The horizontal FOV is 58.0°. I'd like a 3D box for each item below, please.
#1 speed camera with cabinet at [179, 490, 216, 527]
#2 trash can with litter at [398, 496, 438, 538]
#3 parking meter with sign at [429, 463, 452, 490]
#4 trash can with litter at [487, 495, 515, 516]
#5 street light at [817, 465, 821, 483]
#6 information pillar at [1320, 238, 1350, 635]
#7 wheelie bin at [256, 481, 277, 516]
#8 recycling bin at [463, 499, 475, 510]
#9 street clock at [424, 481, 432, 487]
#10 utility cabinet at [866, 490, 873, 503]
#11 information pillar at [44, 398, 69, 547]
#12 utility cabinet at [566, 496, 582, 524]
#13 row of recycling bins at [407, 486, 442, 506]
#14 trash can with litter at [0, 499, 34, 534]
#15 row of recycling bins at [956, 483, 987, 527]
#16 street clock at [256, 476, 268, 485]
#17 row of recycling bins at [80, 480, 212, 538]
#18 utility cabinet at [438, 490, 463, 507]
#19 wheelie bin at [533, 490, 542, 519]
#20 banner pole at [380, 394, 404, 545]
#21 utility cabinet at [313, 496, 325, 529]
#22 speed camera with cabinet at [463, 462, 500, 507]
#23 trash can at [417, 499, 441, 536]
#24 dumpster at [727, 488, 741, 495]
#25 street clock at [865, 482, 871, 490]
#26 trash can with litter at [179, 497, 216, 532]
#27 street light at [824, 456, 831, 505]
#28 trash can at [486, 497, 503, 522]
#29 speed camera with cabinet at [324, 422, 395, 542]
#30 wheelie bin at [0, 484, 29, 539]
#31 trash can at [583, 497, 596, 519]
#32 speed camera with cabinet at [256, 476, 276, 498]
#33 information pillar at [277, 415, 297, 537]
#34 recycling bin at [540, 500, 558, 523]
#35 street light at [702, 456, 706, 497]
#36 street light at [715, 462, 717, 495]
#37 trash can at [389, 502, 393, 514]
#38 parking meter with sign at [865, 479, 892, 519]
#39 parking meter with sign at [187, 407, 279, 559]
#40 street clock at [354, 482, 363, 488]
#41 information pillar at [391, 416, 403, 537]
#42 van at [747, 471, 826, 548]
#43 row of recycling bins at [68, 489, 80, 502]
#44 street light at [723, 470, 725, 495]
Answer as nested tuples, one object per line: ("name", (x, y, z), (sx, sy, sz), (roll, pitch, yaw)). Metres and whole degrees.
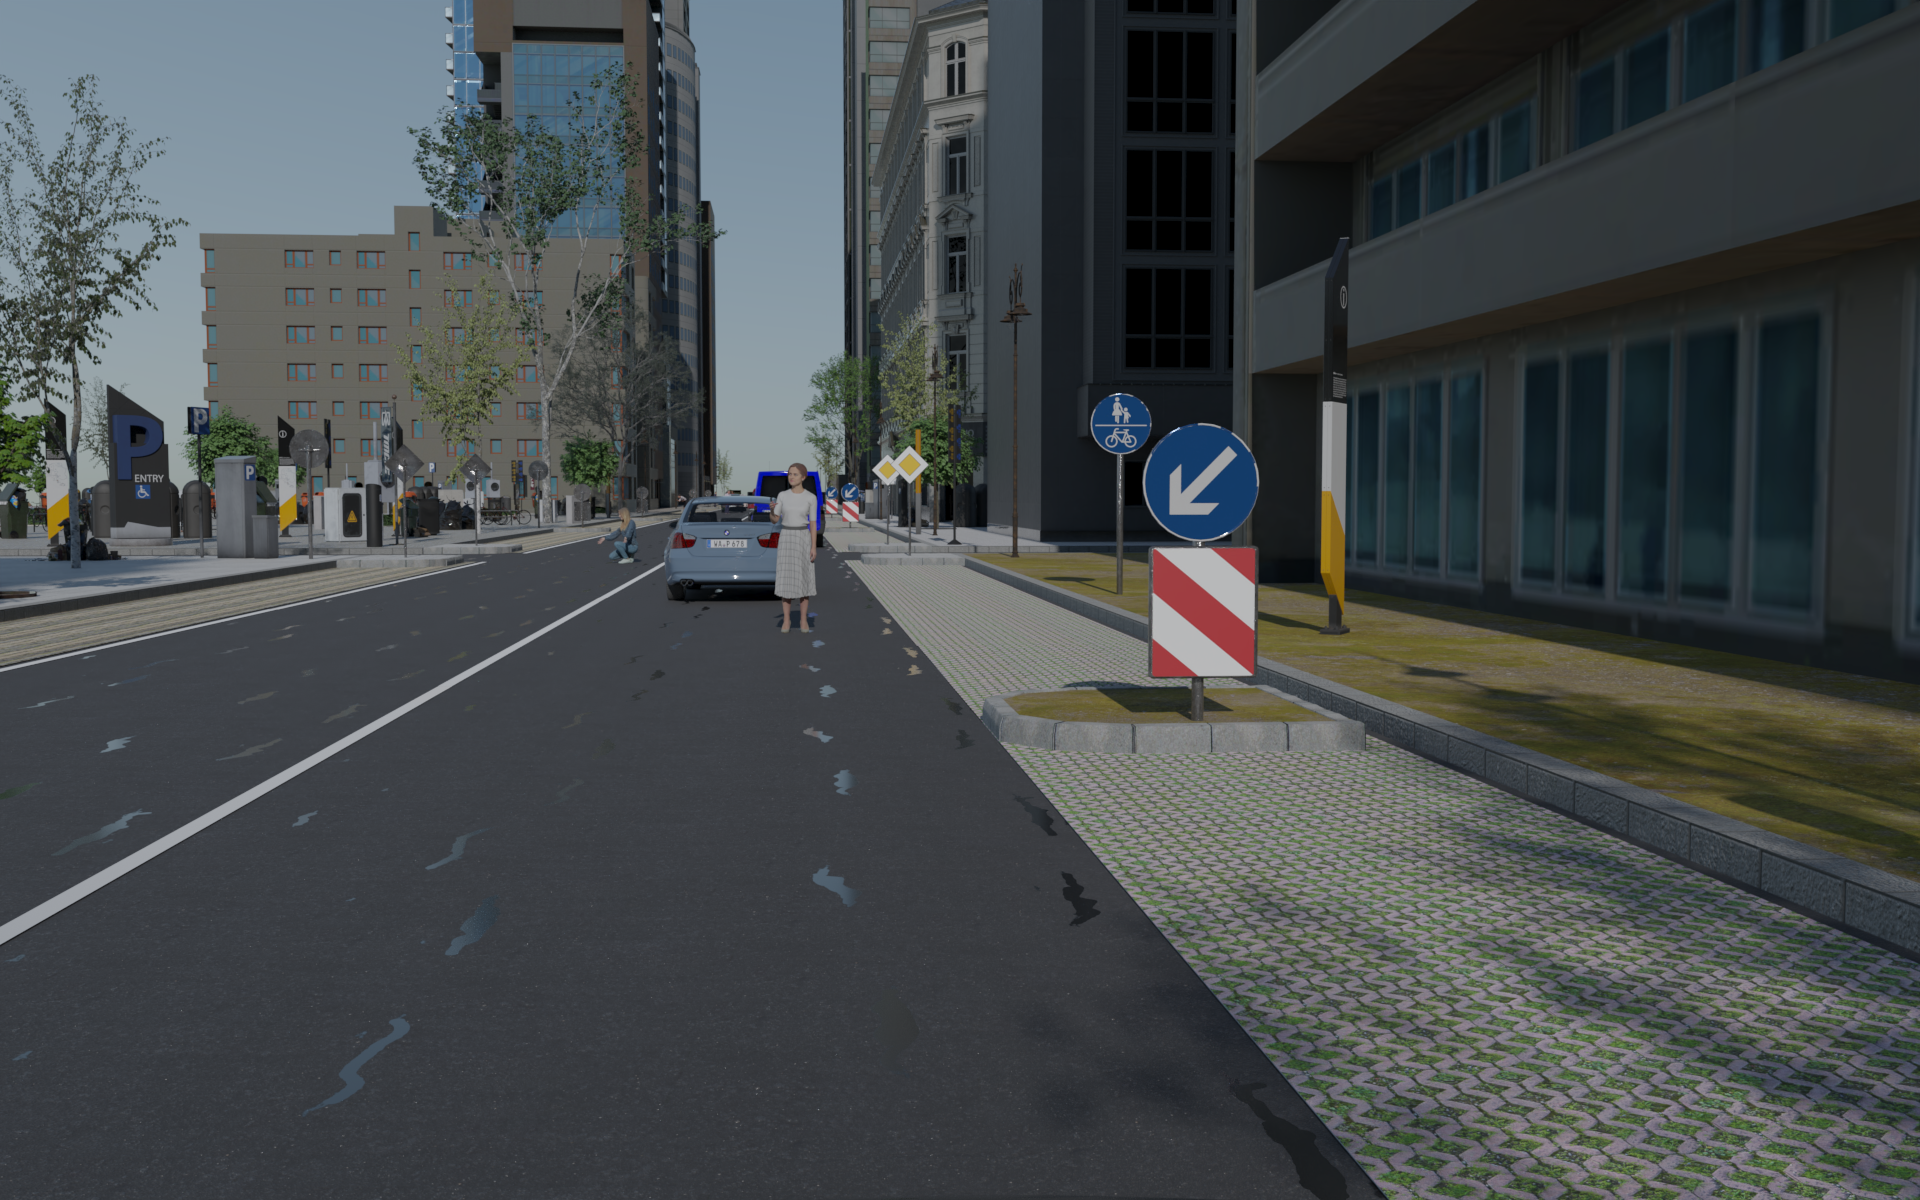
("speed camera with cabinet", (-29.834, -4.533, 68.445), (2.038, 3.252, 0.660), (-1, 4, -22))
("trash can with litter", (-16.185, -2.453, 51.488), (1.055, 1.170, 0.624), (2, 4, 29))
("parking meter with sign", (-28.649, -6.127, 96.442), (0.543, 3.016, 1.738), (3, 4, 38))
("trash can with litter", (-25.360, -5.158, 95.390), (2.233, 1.210, 1.678), (0, 4, -1))
("street light", (-19.687, -16.623, 244.574), (0.468, 5.910, 1.993), (0, 4, -6))
("information pillar", (3.411, -1.492, 15.751), (0.183, 3.616, 0.504), (2, 4, 28))
("wheelie bin", (-17.496, -2.158, 43.190), (0.693, 1.594, 0.980), (0, 4, 2))
("recycling bin", (-26.256, -4.895, 92.580), (0.722, 1.027, 0.722), (0, 4, 3))
("street clock", (-30.351, -5.774, 98.975), (0.471, 2.002, 0.358), (0, 4, -6))
("utility cabinet", (-4.523, -5.093, 91.942), (0.318, 1.500, 1.173), (2, 4, 35))
("information pillar", (-22.036, -3.112, 42.230), (0.504, 3.616, 0.183), (-2, 4, -26))
("utility cabinet", (-16.879, -3.950, 75.743), (0.306, 1.237, 1.020), (1, 4, 11))
("row of recycling bins", (-28.448, -5.212, 92.327), (1.069, 1.692, 3.534), (0, 4, 4))
("trash can with litter", (-29.891, -2.653, 54.766), (0.624, 1.170, 1.055), (1, 4, 12))
("row of recycling bins", (1.228, -3.708, 67.734), (3.534, 1.692, 1.069), (-3, 5, -42))
("street clock", (-27.507, -3.893, 68.215), (0.471, 2.002, 0.358), (-2, 4, -25))
("row of recycling bins", (-23.585, -2.656, 50.546), (3.534, 1.692, 1.069), (0, 4, 4))
("utility cabinet", (-25.857, -4.851, 87.989), (1.173, 1.500, 0.318), (-2, 4, -32))
("wheelie bin", (-21.975, -5.059, 90.629), (0.693, 1.594, 0.980), (-1, 4, -14))
("banner pole", (-14.374, -3.284, 43.719), (0.863, 3.779, 0.401), (3, 5, 40))
("utility cabinet", (-23.342, -3.193, 63.372), (0.306, 1.237, 1.020), (0, 4, -3))
("speed camera with cabinet", (-29.556, -6.904, 107.212), (2.038, 3.252, 0.660), (-3, 4, -38))
("trash can", (-16.392, -2.559, 53.489), (0.748, 1.137, 0.748), (0, 3, 0))
("dumpster", (-31.596, -14.525, 242.439), (1.985, 2.255, 1.502), (0, 4, -7))
("street clock", (-5.356, -5.903, 101.090), (0.358, 2.002, 0.471), (-2, 4, -24))
("trash can with litter", (-26.149, -2.886, 58.245), (2.233, 1.210, 1.678), (1, 4, 17))
("street light", (-14.701, -13.544, 194.228), (0.468, 5.910, 1.993), (0, 4, -6))
("trash can", (-21.612, -4.207, 80.433), (0.748, 1.137, 0.748), (0, 3, 0))
("speed camera with cabinet", (-16.193, -3.210, 46.821), (0.660, 3.252, 2.038), (2, 4, 30))
("wheelie bin", (-27.209, -2.561, 49.787), (0.980, 1.594, 0.693), (2, 4, 35))
("trash can", (-19.245, -4.787, 89.924), (0.748, 1.137, 0.748), (0, 3, 0))
("speed camera with cabinet", (-32.909, -5.308, 81.129), (0.660, 3.252, 2.038), (1, 4, 13))
("information pillar", (-19.990, -3.675, 51.440), (0.504, 3.616, 0.183), (-1, 4, -12))
("recycling bin", (-18.324, -3.943, 77.024), (0.722, 1.027, 0.722), (0, 4, -3))
("street light", (-29.860, -14.035, 202.267), (0.468, 5.910, 1.993), (0, 4, -6))
("street light", (-33.021, -16.018, 234.686), (0.468, 5.910, 1.993), (0, 4, -6))
("trash can", (-29.030, -4.730, 88.984), (0.748, 1.137, 0.748), (0, 3, 0))
("parking meter with sign", (-4.118, -5.676, 89.057), (0.543, 3.016, 1.738), (3, 5, 45))
("parking meter with sign", (-14.454, -2.342, 34.549), (1.738, 3.016, 0.543), (1, 4, 15))
("street clock", (-36.424, -6.139, 104.945), (0.471, 2.002, 0.358), (-3, 4, -38))
("information pillar", (-16.949, -3.722, 52.204), (0.504, 3.616, 0.183), (3, 4, 38))
("van", (-4.780, -2.667, 47.989), (2.240, 2.365, 5.245), (0, 4, -6))
("row of recycling bins", (-56.339, -6.469, 112.873), (3.534, 1.692, 1.069), (-3, 5, -42))
("street light", (-36.414, -18.021, 267.436), (0.468, 5.910, 1.993), (0, 4, -6))
